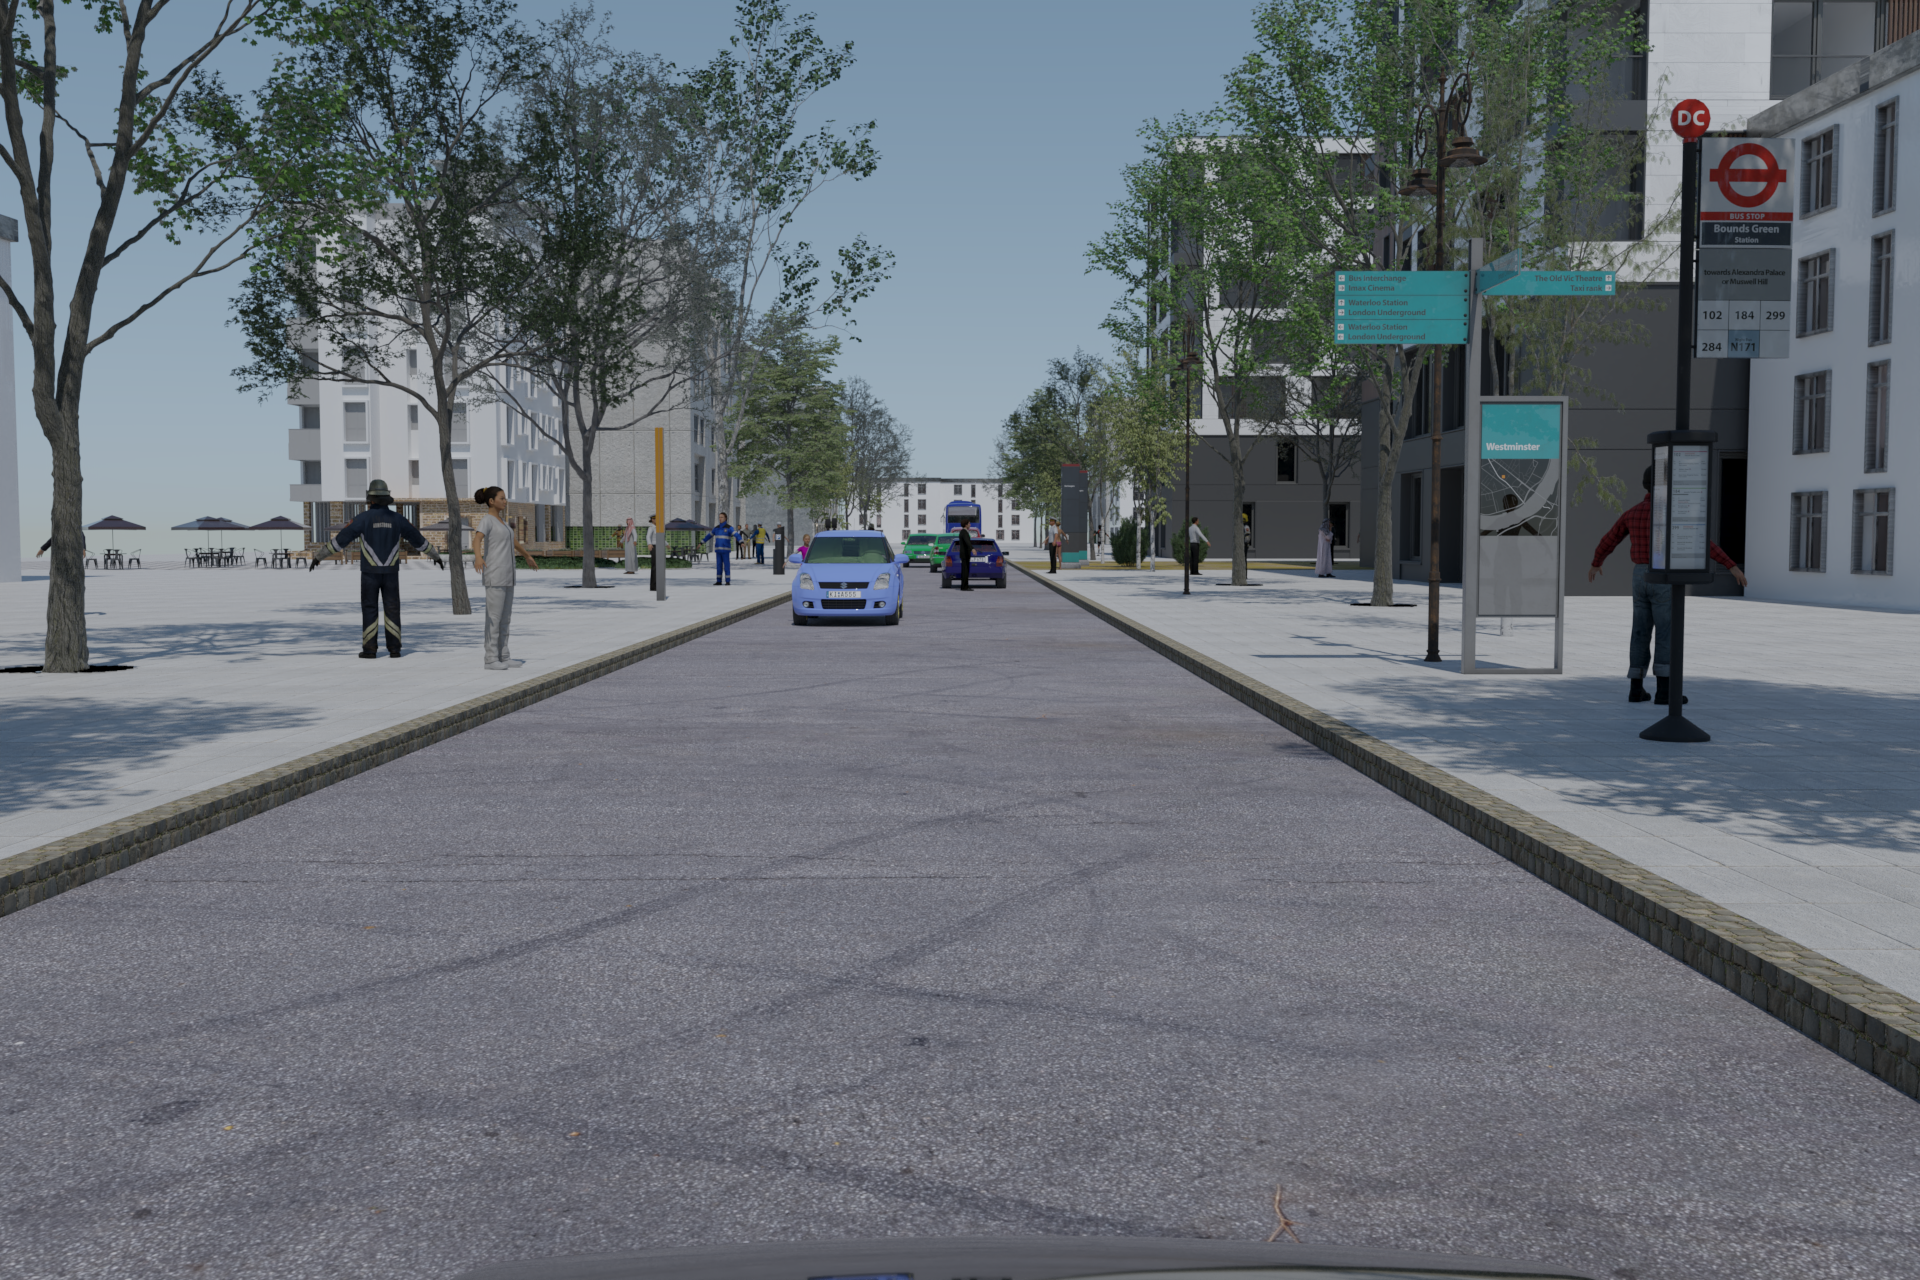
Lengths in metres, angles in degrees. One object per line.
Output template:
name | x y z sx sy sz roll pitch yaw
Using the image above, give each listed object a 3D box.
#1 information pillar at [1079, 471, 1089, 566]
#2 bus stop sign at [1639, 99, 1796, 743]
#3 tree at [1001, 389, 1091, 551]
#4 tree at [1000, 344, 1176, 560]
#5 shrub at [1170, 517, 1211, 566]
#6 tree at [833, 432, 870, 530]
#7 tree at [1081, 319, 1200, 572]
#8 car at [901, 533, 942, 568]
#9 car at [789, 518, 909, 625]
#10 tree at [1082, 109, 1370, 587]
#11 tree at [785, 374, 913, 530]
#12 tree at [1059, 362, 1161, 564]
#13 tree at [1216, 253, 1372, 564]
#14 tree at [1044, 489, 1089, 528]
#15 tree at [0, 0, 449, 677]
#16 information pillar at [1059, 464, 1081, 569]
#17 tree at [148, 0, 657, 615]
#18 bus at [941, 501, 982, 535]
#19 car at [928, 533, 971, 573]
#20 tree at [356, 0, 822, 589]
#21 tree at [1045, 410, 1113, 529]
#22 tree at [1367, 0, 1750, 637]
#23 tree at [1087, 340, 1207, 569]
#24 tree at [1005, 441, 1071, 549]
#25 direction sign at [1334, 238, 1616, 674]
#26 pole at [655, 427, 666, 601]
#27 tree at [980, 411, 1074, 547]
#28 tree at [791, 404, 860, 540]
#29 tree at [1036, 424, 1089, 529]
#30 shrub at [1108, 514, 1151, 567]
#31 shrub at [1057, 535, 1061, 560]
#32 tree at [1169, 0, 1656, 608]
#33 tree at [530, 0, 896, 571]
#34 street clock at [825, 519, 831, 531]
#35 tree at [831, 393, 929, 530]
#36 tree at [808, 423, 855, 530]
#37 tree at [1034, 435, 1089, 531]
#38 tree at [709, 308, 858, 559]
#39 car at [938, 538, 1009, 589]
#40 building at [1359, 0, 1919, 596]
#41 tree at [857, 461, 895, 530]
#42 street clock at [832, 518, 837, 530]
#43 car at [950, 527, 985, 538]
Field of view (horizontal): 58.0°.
information pillar | 4.890 -4.986 70.897 0.750 3.857 0.750 0 4 0
bus stop sign | 4.697 -1.347 10.731 0.855 3.939 0.416 0 4 0
tree | 6.819 -13.254 134.836 7.486 12.596 7.792 0 3 0
tree | 6.454 -9.195 84.756 8.767 10.594 7.601 -1 4 -13
shrub | 9.188 -3.956 69.098 1.690 2.028 1.600 0 3 0
tree | -8.765 -10.499 122.026 4.360 8.622 3.978 0 3 0
tree | 6.349 -6.616 58.538 4.737 8.622 4.395 0 3 0
car | -1.583 -4.065 75.258 1.959 1.807 4.718 0 4 -1
car | -1.797 -1.149 28.372 1.945 1.707 3.694 0 4 0
tree | 6.817 -7.152 42.692 9.928 11.665 9.643 0 3 0
tree | -8.537 -13.565 132.159 12.009 13.543 11.850 0 3 0
tree | 5.999 -7.634 75.178 4.360 8.622 3.978 0 3 0
tree | 15.676 -9.988 73.670 12.009 13.543 11.850 0 3 0
tree | 16.248 -20.736 257.164 7.486 12.596 7.792 0 3 0
tree | -8.222 -5.501 15.691 9.928 11.665 9.643 0 3 0
information pillar | 4.086 -4.576 64.201 0.750 3.857 0.750 0 4 -1
tree | -8.280 -5.682 27.311 7.601 10.594 8.767 0 4 1
bus | 0.102 -8.292 127.124 2.896 3.916 12.251 0 4 -1
car | -0.233 -3.466 65.470 1.959 1.807 4.718 0 4 0
tree | -8.883 -7.970 40.675 12.009 13.543 11.850 0 3 0
tree | 6.380 -9.132 99.675 4.360 8.622 3.978 0 3 0
tree | 6.762 -4.362 21.677 4.360 8.622 3.978 0 3 0
tree | 6.882 -6.962 64.199 4.737 8.622 4.395 0 3 0
tree | 7.444 -13.364 152.906 7.601 10.594 8.767 -2 4 -32
direction sign | 4.653 -1.617 15.195 2.525 3.948 1.411 0 4 0
pole | -5.750 -2.409 33.227 0.158 3.312 0.155 0 3 0
tree | 7.257 -15.677 166.681 12.009 13.543 11.850 0 3 0
tree | -8.052 -9.004 97.572 4.737 8.622 4.395 0 3 0
tree | 6.832 -10.057 114.790 4.737 8.622 4.395 0 3 0
shrub | 6.685 -3.928 68.258 1.661 2.075 1.752 0 3 0
shrub | 4.998 -4.576 79.233 1.690 2.028 1.600 0 3 0
tree | 7.673 -6.399 30.384 9.928 11.665 9.643 0 3 0
tree | -7.991 -12.340 57.654 12.611 20.169 13.585 0 3 0
street clock | -6.178 -4.684 81.155 0.358 2.002 0.471 0 4 1
tree | -8.336 -14.697 150.669 12.009 13.543 11.850 0 3 0
tree | -8.274 -9.607 107.438 4.737 8.622 4.395 0 3 0
tree | 7.305 -10.618 123.969 4.737 8.622 4.395 0 3 0
tree | -8.832 -10.386 87.932 7.486 12.596 7.792 0 3 0
car | 0.374 -2.099 46.892 1.945 1.354 3.894 0 3 0
building | 26.249 -12.677 51.243 27.936 21.610 32.646 0 3 0
tree | -8.588 -13.206 166.272 4.737 8.622 4.395 0 3 0
street clock | -5.610 -4.453 77.370 0.358 2.002 0.471 0 4 -1
car | 0.262 -5.299 95.319 2.281 1.827 5.304 0 4 -1
